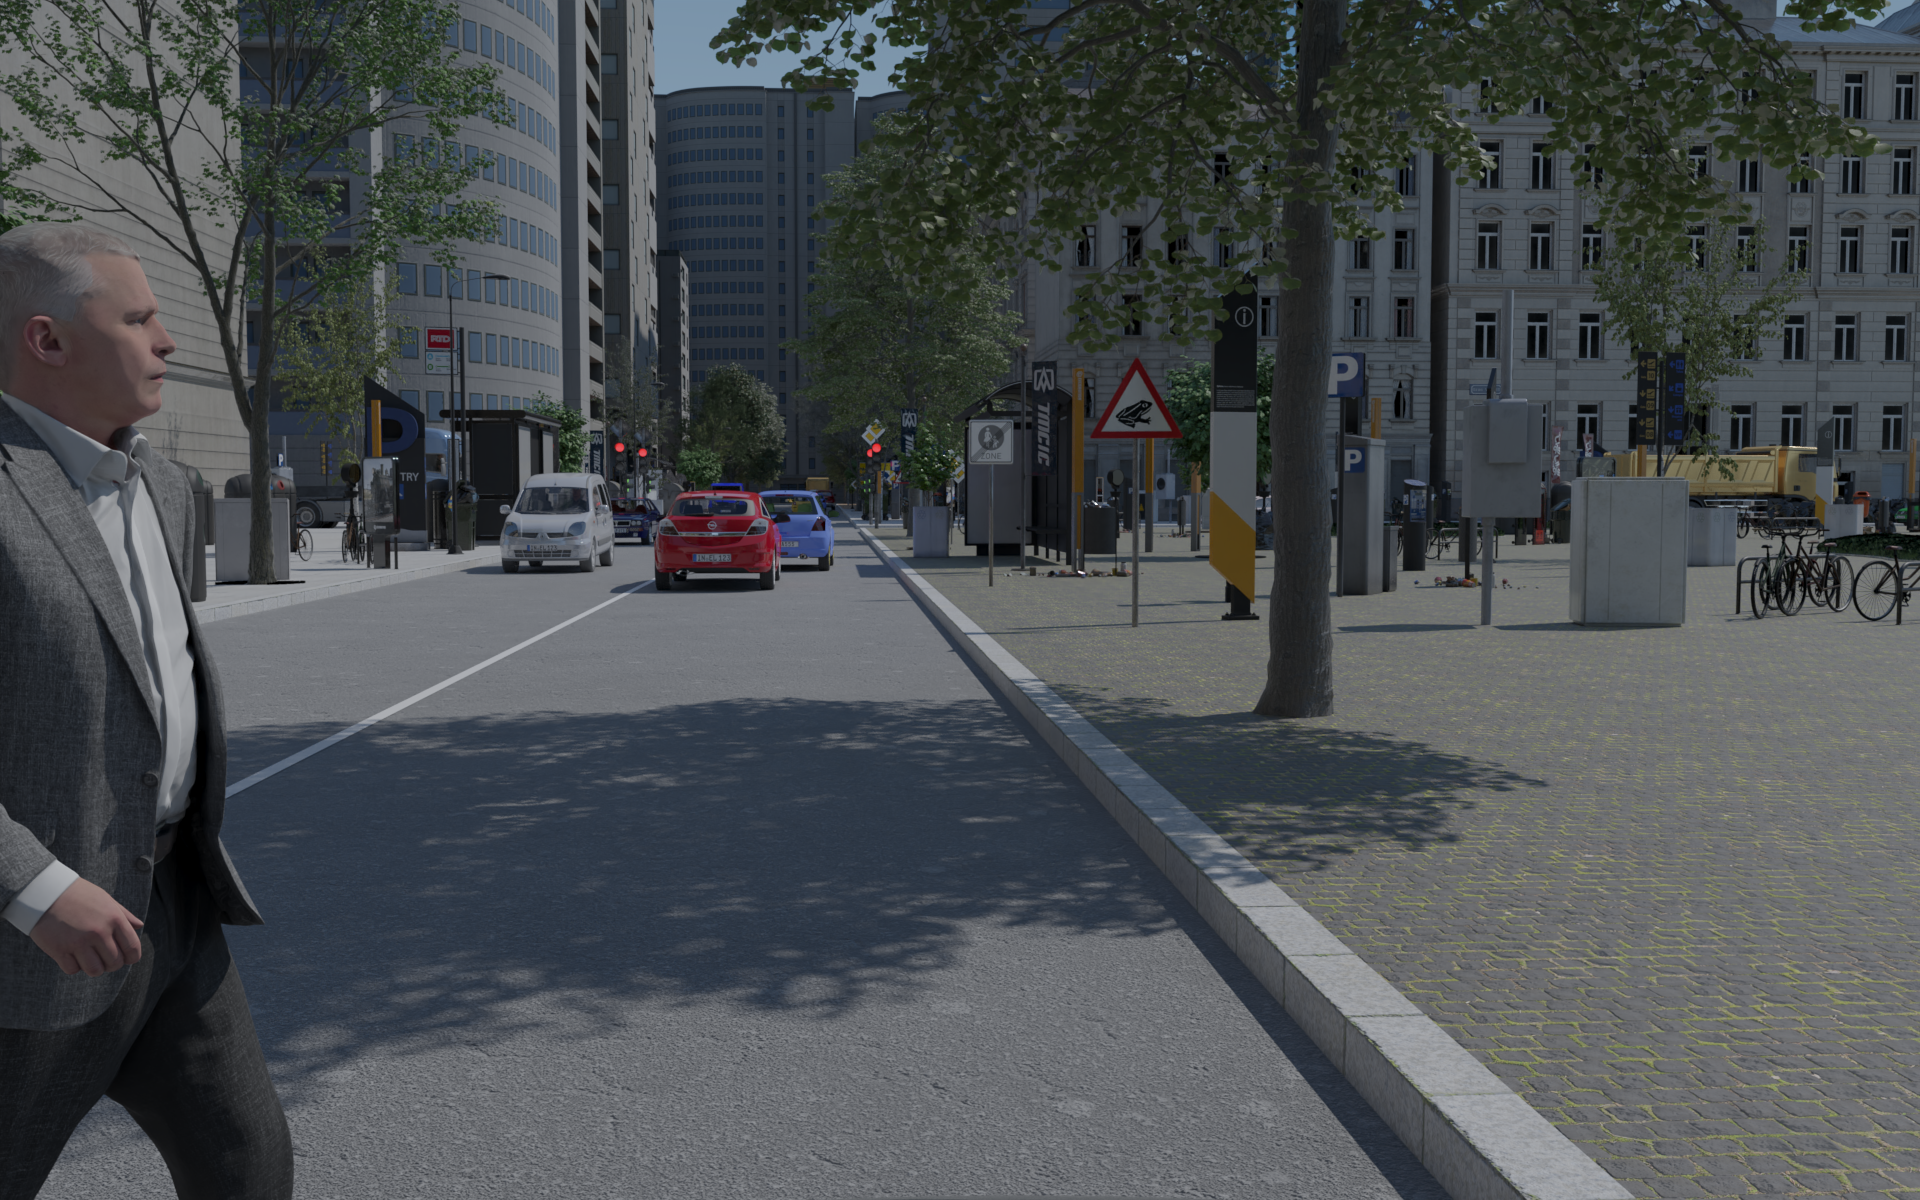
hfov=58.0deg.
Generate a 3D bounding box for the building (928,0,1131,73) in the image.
[{"bbox_3d":[7.179,-38.874,177.595,21.231,58.520,28.212,0,4,-4],"label":"building"}]

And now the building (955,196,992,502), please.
[{"bbox_3d":[6.196,-20.698,135.670,12.463,27.353,25.104,0,4,-4],"label":"building"}]

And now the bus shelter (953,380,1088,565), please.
[{"bbox_3d":[1.062,-2.417,33.445,2.014,3.302,5.546,0,4,-4],"label":"bus shelter"}]

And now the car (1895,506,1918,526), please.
[{"bbox_3d":[41.484,-3.880,72.229,4.718,1.807,1.959,0,4,-4],"label":"car"}]

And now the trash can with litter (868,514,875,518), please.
[{"bbox_3d":[-4.780,-5.022,93.494,0.624,1.170,1.055,-1,4,-19],"label":"trash can with litter"}]

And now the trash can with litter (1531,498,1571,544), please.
[{"bbox_3d":[15.378,-2.045,44.819,1.055,1.170,0.624,0,4,-5],"label":"trash can with litter"}]

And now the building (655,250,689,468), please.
[{"bbox_3d":[-39.372,-26.518,205.270,14.107,30.474,14.160,0,4,-4],"label":"building"}]

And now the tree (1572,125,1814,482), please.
[{"bbox_3d":[14.185,-5.137,34.351,4.737,8.622,4.395,0,3,0],"label":"tree"}]

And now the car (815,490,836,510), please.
[{"bbox_3d":[-12.260,-9.002,155.851,2.281,1.827,5.304,0,4,-5],"label":"car"}]

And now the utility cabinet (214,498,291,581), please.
[{"bbox_3d":[-10.546,-0.897,25.823,1.020,1.237,0.306,-1,4,-17],"label":"utility cabinet"}]

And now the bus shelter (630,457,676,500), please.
[{"bbox_3d":[-17.313,-6.361,97.933,2.014,3.302,5.546,0,4,-4],"label":"bus shelter"}]

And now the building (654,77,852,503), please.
[{"bbox_3d":[-29.220,-43.143,247.391,28.212,58.520,21.231,0,4,-4],"label":"building"}]

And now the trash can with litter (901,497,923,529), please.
[{"bbox_3d":[-1.614,-3.159,63.044,1.055,1.170,0.624,0,4,-1],"label":"trash can with litter"}]

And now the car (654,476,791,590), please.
[{"bbox_3d":[-3.764,-1.118,27.327,2.155,1.783,4.494,0,4,-4],"label":"car"}]

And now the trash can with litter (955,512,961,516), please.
[{"bbox_3d":[-1.003,-5.540,101.635,2.233,1.210,1.678,0,4,2],"label":"trash can with litter"}]

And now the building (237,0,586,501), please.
[{"bbox_3d":[-32.496,-33.643,92.067,21.231,58.520,28.212,0,4,-4],"label":"building"}]

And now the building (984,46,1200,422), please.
[{"bbox_3d":[9.187,-19.804,111.185,14.401,28.519,23.554,0,4,-4],"label":"building"}]

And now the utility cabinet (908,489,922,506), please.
[{"bbox_3d":[-2.138,-4.554,83.138,0.318,1.500,1.173,-1,4,-22],"label":"utility cabinet"}]

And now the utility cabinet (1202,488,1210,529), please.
[{"bbox_3d":[9.293,-3.277,62.263,1.173,1.500,0.318,0,4,6],"label":"utility cabinet"}]

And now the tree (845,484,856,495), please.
[{"bbox_3d":[-13.554,-13.416,213.948,1.663,3.219,1.824,0,3,0],"label":"tree"}]

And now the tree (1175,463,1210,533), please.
[{"bbox_3d":[7.903,-3.859,57.701,1.663,3.219,1.824,0,3,0],"label":"tree"}]

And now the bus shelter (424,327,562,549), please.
[{"bbox_3d":[-11.948,-4.081,44.357,2.179,5.291,8.768,0,4,-5],"label":"bus shelter"}]

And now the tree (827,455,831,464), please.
[{"bbox_3d":[-12.802,-15.052,196.455,4.360,8.622,3.978,0,3,0],"label":"tree"}]

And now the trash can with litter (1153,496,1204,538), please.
[{"bbox_3d":[6.429,-2.477,51.562,1.678,1.210,2.233,1,4,17],"label":"trash can with litter"}]

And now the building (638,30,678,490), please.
[{"bbox_3d":[-40.536,-45.460,181.528,20.563,71.187,20.611,0,4,-4],"label":"building"}]

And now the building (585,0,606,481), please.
[{"bbox_3d":[-39.056,-30.995,130.478,21.300,48.544,21.600,0,4,-4],"label":"building"}]

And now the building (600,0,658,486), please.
[{"bbox_3d":[-42.217,-34.767,157.682,28.713,52.752,27.495,0,4,-4],"label":"building"}]

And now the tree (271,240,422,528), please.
[{"bbox_3d":[-17.353,-6.022,48.829,4.737,8.622,4.395,0,3,0],"label":"tree"}]

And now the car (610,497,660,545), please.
[{"bbox_3d":[-9.605,-2.280,49.858,1.945,1.354,3.894,0,4,-2],"label":"car"}]

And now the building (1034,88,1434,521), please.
[{"bbox_3d":[13.009,-14.449,85.385,18.267,20.994,9.793,0,4,-4],"label":"building"}]

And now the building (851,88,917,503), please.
[{"bbox_3d":[-0.842,-43.231,248.823,28.212,58.520,21.231,0,4,-4],"label":"building"}]

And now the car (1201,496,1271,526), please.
[{"bbox_3d":[12.047,-3.502,69.611,4.827,1.381,2.083,0,4,-5],"label":"car"}]

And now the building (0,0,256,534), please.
[{"bbox_3d":[-42.772,-16.330,43.414,44.131,29.872,17.030,0,4,-4],"label":"building"}]

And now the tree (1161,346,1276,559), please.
[{"bbox_3d":[5.550,-3.130,34.897,4.285,4.588,4.351,0,3,0],"label":"tree"}]

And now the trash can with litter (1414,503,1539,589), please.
[{"bbox_3d":[7.295,-0.821,24.480,1.678,1.210,2.233,1,4,17],"label":"trash can with litter"}]

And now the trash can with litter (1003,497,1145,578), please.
[{"bbox_3d":[1.803,-0.986,27.173,2.233,1.210,1.678,0,4,3],"label":"trash can with litter"}]

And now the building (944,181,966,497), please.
[{"bbox_3d":[5.440,-23.542,156.615,14.160,30.474,14.107,0,4,-4],"label":"building"}]

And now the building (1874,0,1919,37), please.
[{"bbox_3d":[57.135,-18.609,90.169,20.117,28.700,13.634,0,4,-4],"label":"building"}]

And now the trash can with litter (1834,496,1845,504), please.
[{"bbox_3d":[64.221,-6.925,124.284,2.233,1.210,1.678,-1,4,-17],"label":"trash can with litter"}]

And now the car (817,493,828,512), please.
[{"bbox_3d":[-11.600,-7.940,139.416,1.945,1.707,3.694,0,4,-4],"label":"car"}]

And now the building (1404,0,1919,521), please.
[{"bbox_3d":[34.634,-17.777,87.910,25.104,27.353,12.463,0,4,-4],"label":"building"}]

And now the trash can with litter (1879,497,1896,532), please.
[{"bbox_3d":[26.941,-2.395,50.215,1.678,1.210,2.233,2,4,33],"label":"trash can with litter"}]

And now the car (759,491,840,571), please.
[{"bbox_3d":[-3.311,-1.463,33.518,1.945,1.707,3.694,0,4,-3],"label":"car"}]

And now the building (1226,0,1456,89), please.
[{"bbox_3d":[45.580,-54.670,206.518,31.000,86.520,22.319,0,4,-4],"label":"building"}]

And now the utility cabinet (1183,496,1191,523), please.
[{"bbox_3d":[10.065,-3.965,75.991,0.306,1.237,1.020,2,4,25],"label":"utility cabinet"}]

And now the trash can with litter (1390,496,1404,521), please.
[{"bbox_3d":[20.592,-4.233,80.602,1.055,1.170,0.624,0,4,5],"label":"trash can with litter"}]

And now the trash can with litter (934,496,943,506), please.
[{"bbox_3d":[-0.978,-5.000,93.137,0.624,1.170,1.055,-1,4,-23],"label":"trash can with litter"}]
